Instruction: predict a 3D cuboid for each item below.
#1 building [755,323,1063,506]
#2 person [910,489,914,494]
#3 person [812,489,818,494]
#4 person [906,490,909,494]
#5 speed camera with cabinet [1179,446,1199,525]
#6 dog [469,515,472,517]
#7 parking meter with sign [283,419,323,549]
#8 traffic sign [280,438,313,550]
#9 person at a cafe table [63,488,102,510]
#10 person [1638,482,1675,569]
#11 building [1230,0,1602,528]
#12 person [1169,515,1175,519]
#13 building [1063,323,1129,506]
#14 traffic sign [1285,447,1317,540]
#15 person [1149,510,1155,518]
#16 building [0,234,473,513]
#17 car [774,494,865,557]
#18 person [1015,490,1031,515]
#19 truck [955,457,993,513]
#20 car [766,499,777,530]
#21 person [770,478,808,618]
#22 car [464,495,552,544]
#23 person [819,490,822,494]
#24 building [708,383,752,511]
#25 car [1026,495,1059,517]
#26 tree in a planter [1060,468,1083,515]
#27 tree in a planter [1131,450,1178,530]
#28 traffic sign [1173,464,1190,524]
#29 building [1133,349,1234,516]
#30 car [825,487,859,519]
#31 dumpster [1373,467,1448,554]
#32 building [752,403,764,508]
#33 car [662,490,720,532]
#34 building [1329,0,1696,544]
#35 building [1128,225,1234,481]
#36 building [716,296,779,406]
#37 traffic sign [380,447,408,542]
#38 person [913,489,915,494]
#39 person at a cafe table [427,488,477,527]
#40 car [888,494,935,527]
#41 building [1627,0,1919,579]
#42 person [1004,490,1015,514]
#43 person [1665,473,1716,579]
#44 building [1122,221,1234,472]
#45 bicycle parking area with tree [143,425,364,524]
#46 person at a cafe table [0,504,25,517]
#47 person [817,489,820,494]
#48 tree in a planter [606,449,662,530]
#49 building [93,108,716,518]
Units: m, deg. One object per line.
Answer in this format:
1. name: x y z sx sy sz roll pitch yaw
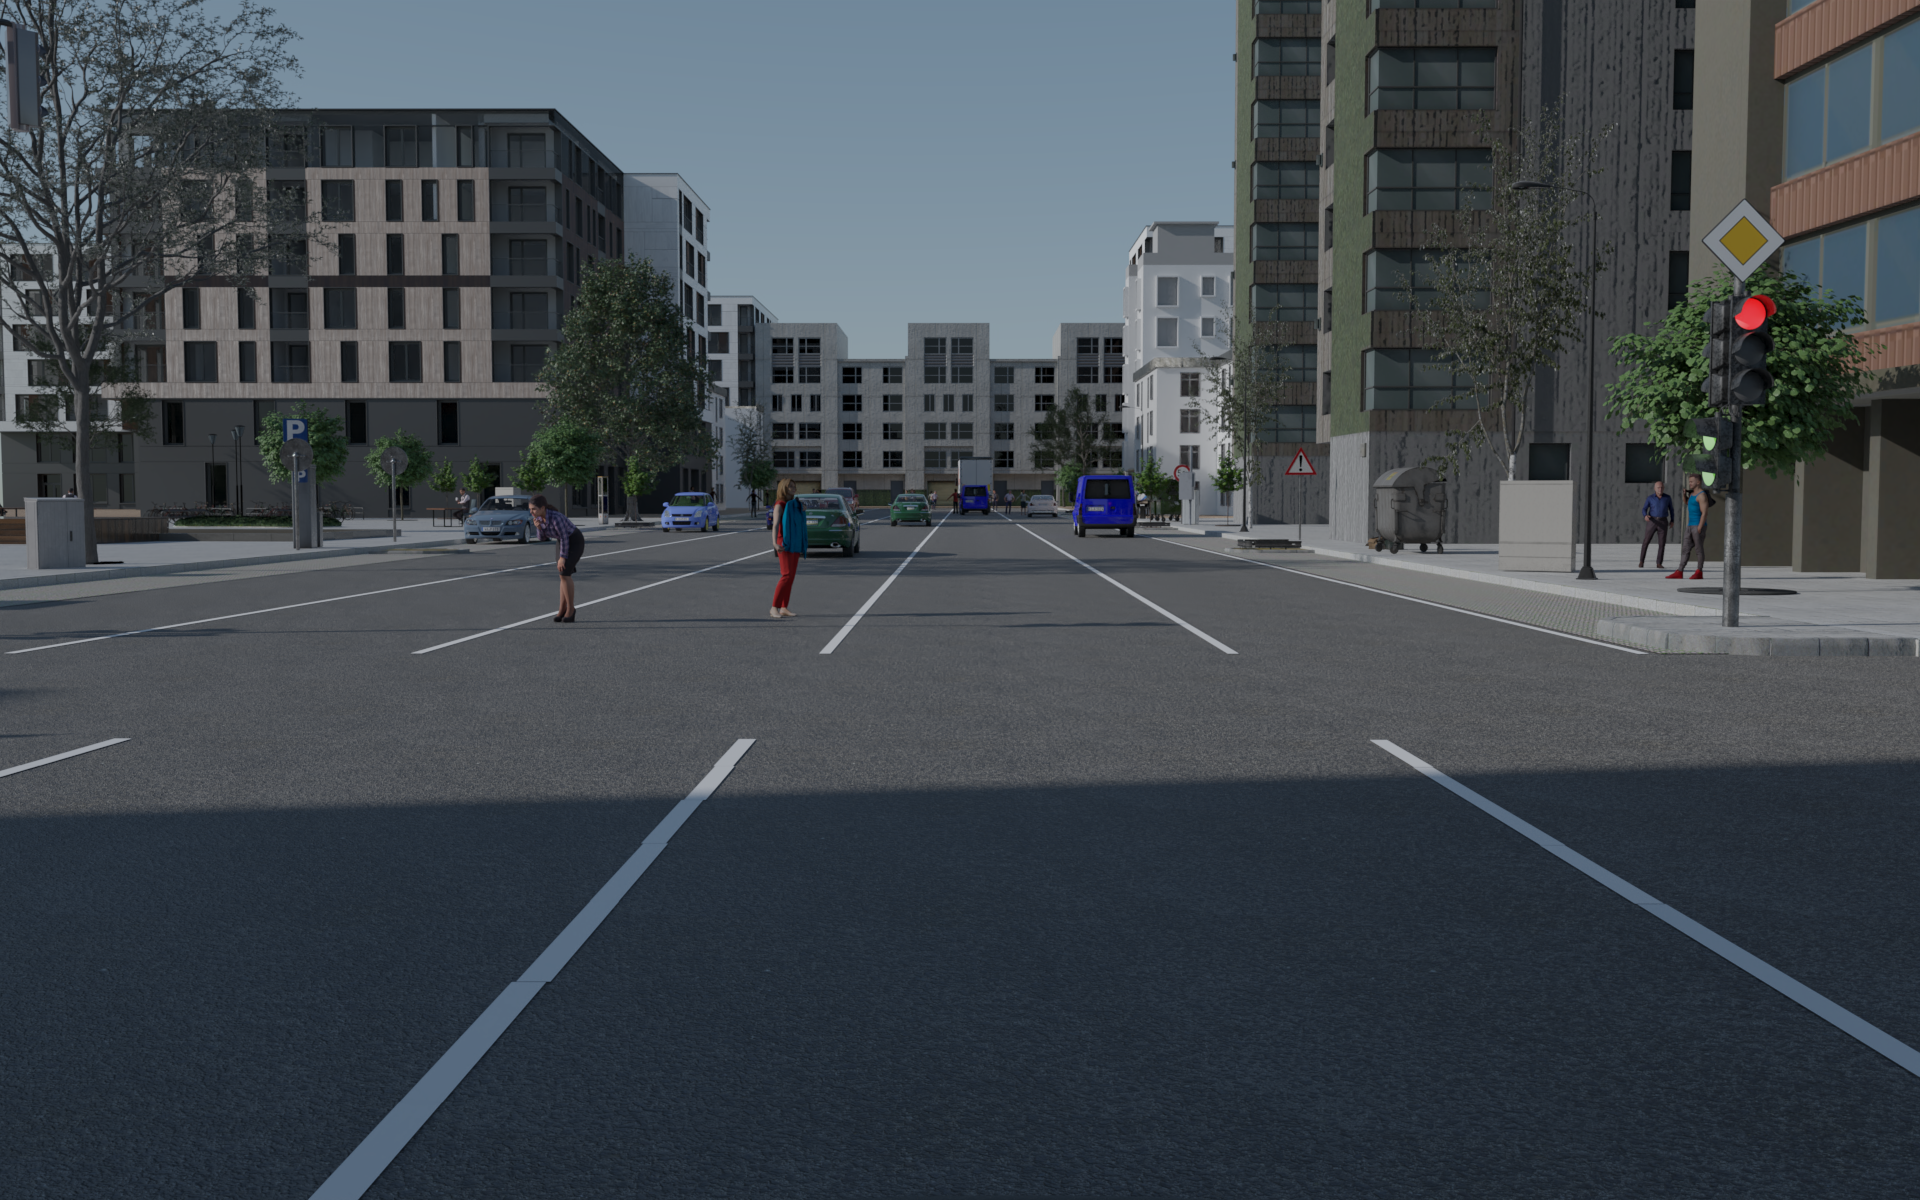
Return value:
1. building: -5.346 -19.629 187.393 31.486 18.905 16.747 0 4 0
2. person: -2.985 -5.912 105.712 0.434 1.755 0.990 0 4 -5
3. person: -8.787 -5.916 105.674 0.683 1.767 0.568 -1 4 -9
4. person: -5.000 -9.421 162.624 0.705 1.812 1.348 2 4 32
5. speed camera with cabinet: 9.577 -4.775 72.403 0.660 3.252 2.038 1 4 16
6. dog: -18.002 -2.905 64.327 0.540 0.507 0.406 0 4 -2
7. parking meter with sign: -15.480 -2.733 40.943 0.543 3.016 1.738 -1 4 -8
8. traffic sign: -15.105 -2.405 39.432 0.768 2.556 0.104 0 4 3
9. person at a cafe table: -34.552 -3.608 67.501 1.698 1.524 1.622 -1 4 -16
10. person: 11.958 -1.292 29.867 0.574 1.496 0.600 3 4 39
11. building: 19.267 -18.776 78.688 14.160 30.474 14.107 0 4 0
12. person: 11.075 -4.914 90.292 0.435 1.345 0.340 1 4 10
13. building: 26.140 -19.620 187.248 31.486 18.905 16.747 0 4 0
14. traffic sign: 9.464 -2.946 48.169 0.884 2.594 0.081 0 4 4
15. person: 10.195 -5.190 91.445 0.434 1.755 0.990 1 4 17
16. building: -63.140 -18.814 151.577 32.646 21.610 27.936 0 4 0
17. car: -3.343 -1.777 40.845 2.131 1.459 4.920 0 4 -1
18. person: 4.336 -6.631 117.709 1.217 1.735 0.721 -1 4 -11
19. truck: 1.126 -8.970 135.574 2.839 4.237 11.283 0 4 -1
20. car: -6.850 -3.537 70.402 1.945 1.354 3.894 0 4 1
21. person: -1.998 -0.615 20.253 0.593 1.614 0.444 -3 5 -40
22. car: -13.166 -2.372 50.786 2.014 1.417 4.499 0 3 0
23. person: -12.631 -9.029 156.091 1.348 1.831 0.705 -2 4 -26
24. building: -23.233 -12.045 139.083 9.099 9.664 28.070 0 4 0
25. car: 5.128 -5.841 107.863 2.083 1.381 4.827 0 4 2
26. tree in a planter: 7.870 -7.417 118.485 1.991 3.239 1.994 0 4 0
27. tree in a planter: 7.669 -4.426 69.583 1.991 3.239 1.994 0 4 0
28. traffic sign: 9.543 -4.542 74.369 0.768 2.556 0.104 0 4 4
29. building: 16.503 -10.058 106.588 9.099 9.664 28.070 0 4 0
30. car: -6.893 -5.532 99.113 2.281 1.827 5.304 0 3 0
31. dumpster: 9.786 -1.949 37.617 1.264 1.857 1.865 0 4 0
32. building: -32.746 -13.399 161.226 28.070 9.664 9.099 0 4 0
33. car: -10.252 -3.447 65.952 1.945 1.707 3.694 0 4 2
34. building: 17.523 -17.046 50.398 14.160 30.474 14.107 0 4 0
35. building: 28.134 -18.606 148.178 27.936 21.610 32.646 0 4 0
36. building: -37.531 -21.309 192.377 32.646 21.610 27.936 0 4 0
37. traffic sign: -15.178 -2.834 46.445 0.768 2.556 0.104 0 4 5
38. person: -2.961 -6.421 114.198 0.721 1.735 1.217 1 4 13
39. person at a cafe table: -19.795 -3.633 67.916 1.622 1.524 1.698 -3 5 -40
40. car: -2.187 -4.044 77.913 2.131 1.459 4.920 0 4 -1
41. building: 27.139 -22.846 28.160 28.867 44.769 22.147 0 4 0
42. person: 3.492 -6.907 122.371 0.756 1.711 0.436 0 4 5
43. person: 11.019 -1.112 26.101 0.662 1.594 0.647 -1 4 -13
44. building: 20.036 -16.485 125.943 16.016 20.091 11.380 0 4 0
45. bicycle parking area with tree: -30.939 -5.364 74.696 9.016 4.147 8.231 -1 4 -11
46. person at a cafe table: -39.697 -3.735 71.933 1.726 1.238 1.698 2 4 29
47. person: -11.050 -7.698 134.453 0.705 1.812 1.348 -2 4 -29
48. tree in a planter: -12.908 -4.384 68.905 1.991 3.239 1.994 0 4 0
49. building: -31.873 -16.173 108.402 27.936 21.610 32.646 0 4 0
